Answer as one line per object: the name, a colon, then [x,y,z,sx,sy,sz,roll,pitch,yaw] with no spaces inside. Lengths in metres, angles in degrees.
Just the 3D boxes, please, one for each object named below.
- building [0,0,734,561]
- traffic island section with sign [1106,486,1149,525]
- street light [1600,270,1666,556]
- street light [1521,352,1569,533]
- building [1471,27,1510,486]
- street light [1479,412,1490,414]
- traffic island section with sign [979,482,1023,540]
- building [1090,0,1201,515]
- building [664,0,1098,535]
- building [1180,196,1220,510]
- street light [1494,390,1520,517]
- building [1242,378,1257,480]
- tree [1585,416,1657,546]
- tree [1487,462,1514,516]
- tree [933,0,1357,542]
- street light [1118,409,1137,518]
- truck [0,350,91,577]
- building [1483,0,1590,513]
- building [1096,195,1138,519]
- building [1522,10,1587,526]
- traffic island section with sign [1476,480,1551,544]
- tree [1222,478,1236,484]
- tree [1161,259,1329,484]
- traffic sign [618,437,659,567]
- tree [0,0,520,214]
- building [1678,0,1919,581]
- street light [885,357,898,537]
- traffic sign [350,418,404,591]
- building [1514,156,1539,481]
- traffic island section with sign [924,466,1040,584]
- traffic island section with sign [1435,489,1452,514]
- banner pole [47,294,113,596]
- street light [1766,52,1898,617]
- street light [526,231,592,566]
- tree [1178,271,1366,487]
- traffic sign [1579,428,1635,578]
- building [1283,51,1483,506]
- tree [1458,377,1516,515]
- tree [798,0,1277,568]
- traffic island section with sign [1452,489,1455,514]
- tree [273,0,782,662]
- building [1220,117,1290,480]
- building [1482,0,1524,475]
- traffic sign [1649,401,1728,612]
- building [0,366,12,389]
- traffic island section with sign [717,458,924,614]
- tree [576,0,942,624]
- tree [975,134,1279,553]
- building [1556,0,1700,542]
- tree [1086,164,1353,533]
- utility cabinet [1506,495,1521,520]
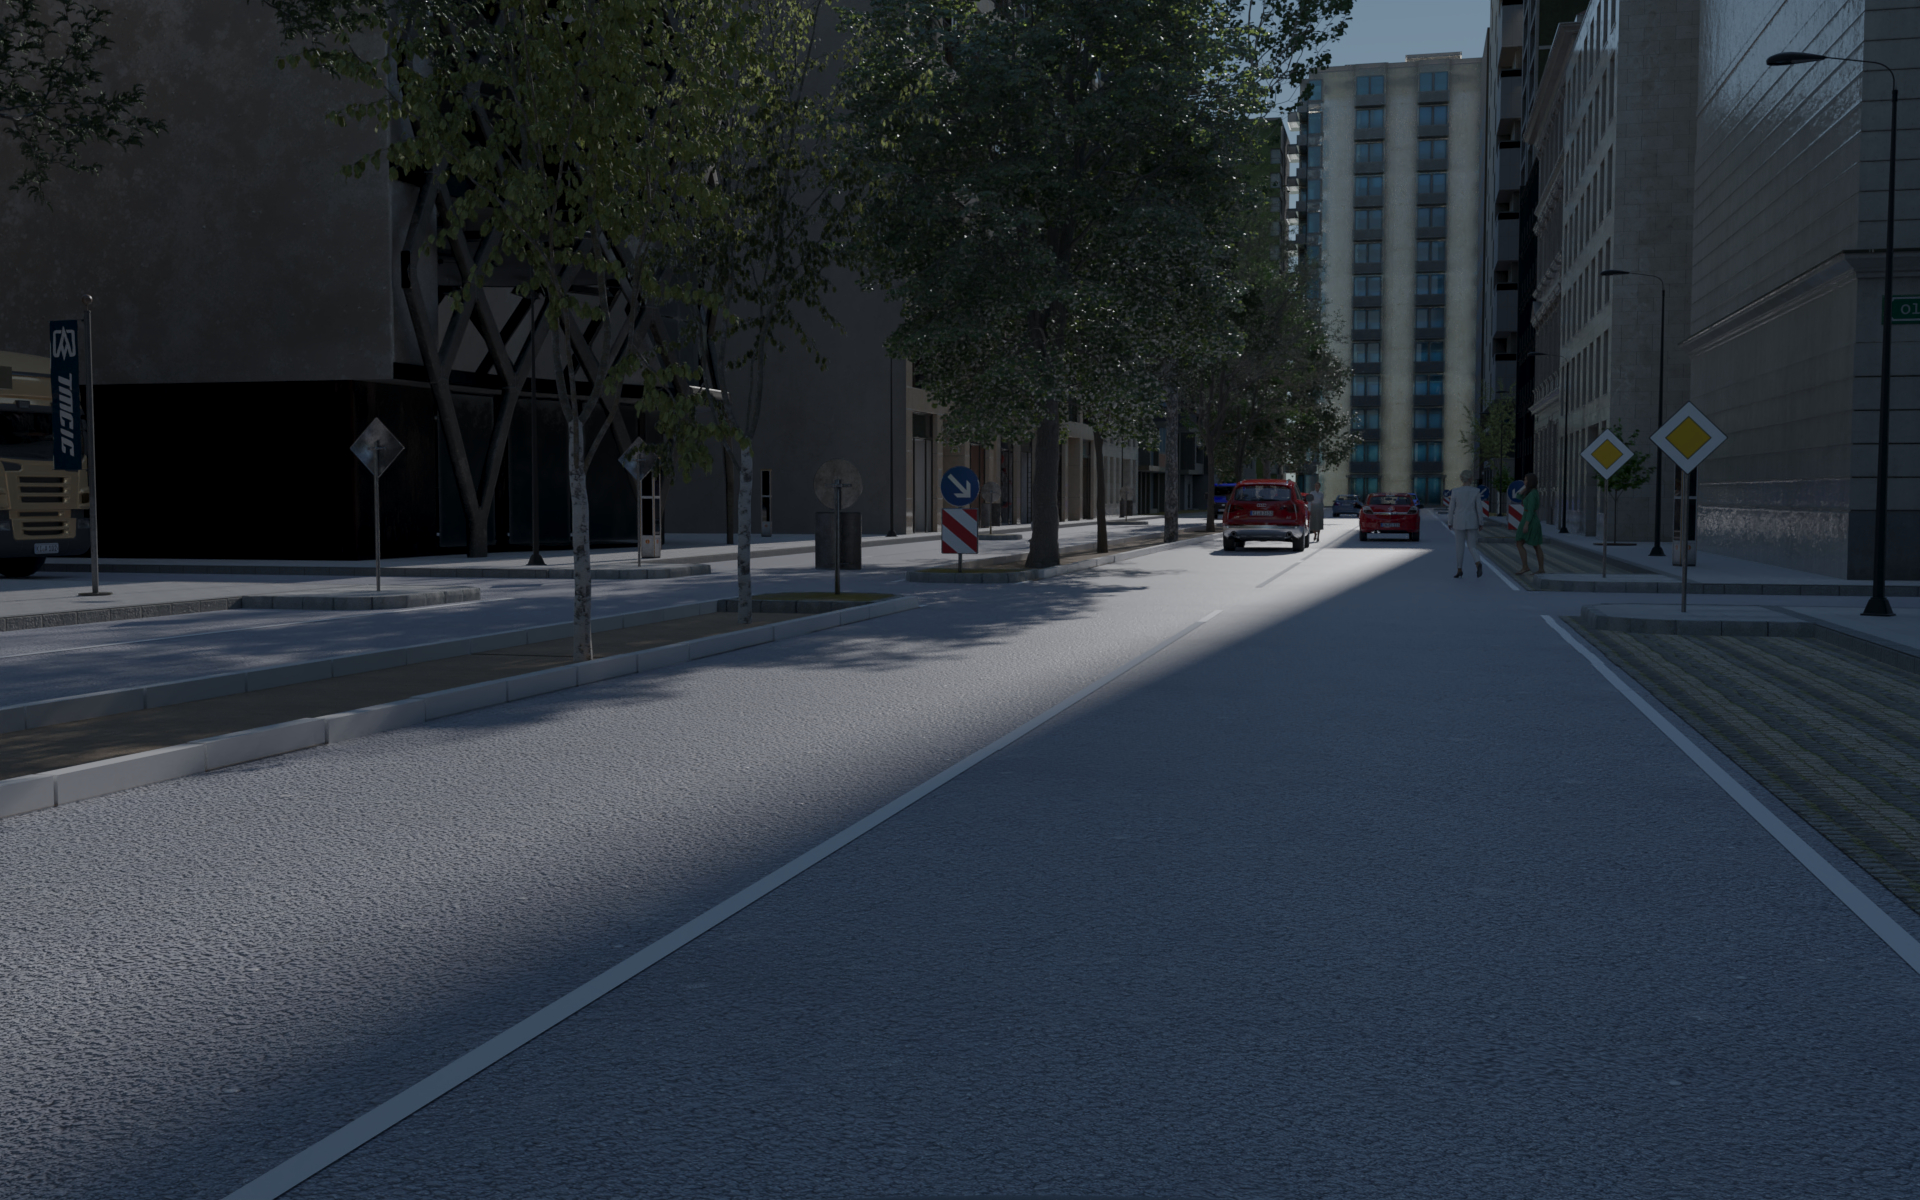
building: [-14.444,-10.671,41.919,16.820,18.784,16.811,1,4,15]
traffic island section with sign: [7.749,-4.416,80.835,1.989,1.847,2.006,1,4,15]
street light: [13.931,-3.874,35.875,1.470,5.913,1.316,1,4,15]
street light: [19.255,-5.146,56.682,1.470,5.913,1.316,1,4,15]
building: [56.020,-31.343,162.575,14.600,45.320,14.200,1,4,15]
street light: [30.188,-7.699,98.422,1.470,5.913,1.316,1,4,15]
traffic island section with sign: [0.902,-2.808,54.541,1.989,1.847,2.006,1,4,15]
building: [4.678,-28.450,119.786,22.147,44.769,28.867,1,4,15]
building: [-6.707,-16.397,72.610,19.350,26.468,34.151,1,4,15]
building: [13.332,-22.534,140.137,14.160,30.474,14.107,1,4,15]
street light: [24.697,-6.429,77.658,1.470,5.913,1.316,1,4,15]
building: [13.225,-19.812,168.973,28.899,21.520,27.650,1,4,15]
tree: [16.346,-2.969,43.140,1.663,3.219,1.824,0,3,0]
tree: [32.425,-6.633,103.055,1.663,3.219,1.824,0,3,0]
tree: [5.279,-11.829,51.752,12.611,20.169,13.585,0,3,0]
street light: [9.271,-7.383,93.252,1.470,5.913,1.316,1,4,15]
truck: [-19.964,-2.510,29.951,11.283,4.237,2.839,1,4,15]
building: [47.034,-41.510,116.938,20.563,71.187,20.611,1,4,15]
building: [3.546,-14.794,96.638,10.420,20.320,16.860,1,4,15]
building: [29.681,-14.368,71.077,11.583,22.565,21.152,1,4,15]
traffic island section with sign: [16.221,-2.577,50.766,1.989,1.847,2.006,1,4,15]
tree: [22.551,-10.138,149.468,4.285,4.588,4.351,0,3,0]
tree: [12.278,-9.020,75.689,9.928,11.665,9.643,0,3,0]
traffic sign: [-5.657,-1.644,30.515,0.795,2.450,0.064,1,4,15]
tree: [-5.134,-4.365,8.240,8.767,10.594,7.601,1,4,15]
building: [35.950,-15.335,27.149,44.131,29.872,17.030,1,4,15]
street light: [-1.530,-4.838,51.637,1.470,5.913,1.316,1,4,15]
traffic sign: [-7.669,-1.171,22.787,0.795,2.450,0.064,1,4,15]
building: [35.461,-15.840,88.662,12.332,23.373,15.834,1,4,15]
traffic island section with sign: [0.157,-1.259,28.715,2.006,1.907,1.989,1,4,15]
traffic island section with sign: [35.625,-7.138,125.340,1.989,1.847,2.006,1,4,15]
banner pole: [-11.173,-1.951,21.915,0.863,3.779,0.401,1,4,20]
street light: [9.173,-2.796,18.253,1.470,5.913,1.316,1,4,15]
street light: [-7.114,-3.569,30.897,1.470,5.913,1.316,1,4,15]
tree: [15.512,-10.265,87.293,9.611,12.733,9.660,0,3,0]
traffic sign: [9.866,-1.396,26.468,0.795,2.450,0.064,1,4,15]
building: [51.706,-34.949,191.021,30.456,49.044,23.786,1,4,15]
tree: [33.513,-9.663,108.352,4.737,8.622,4.395,0,3,0]
tree: [1.629,-7.593,33.257,9.857,13.997,8.962,0,3,0]
traffic island section with sign: [23.011,-4.173,76.855,1.989,1.847,2.006,1,4,15]
tree: [-3.236,-3.759,14.272,4.737,8.622,4.395,0,3,0]
building: [29.066,-31.137,192.682,14.086,41.232,14.154,1,4,15]
building: [57.157,-33.701,140.250,28.713,52.752,27.495,1,4,15]
traffic sign: [7.854,-0.923,18.739,0.795,2.450,0.064,1,4,15]
building: [-29.507,-22.076,15.567,28.867,44.769,22.147,1,4,15]
traffic island section with sign: [-1.719,-0.820,21.548,2.006,1.907,1.989,1,4,15]
tree: [-2.322,-4.050,19.037,4.360,8.622,3.978,0,3,0]
tree: [3.563,-6.428,41.964,8.767,10.594,7.601,1,4,15]
building: [24.573,-12.117,52.871,10.420,20.320,16.860,1,4,15]
tree: [9.334,-9.247,64.013,12.009,13.543,11.850,0,3,0]
utility cabinet: [27.049,-4.477,84.363,1.020,1.237,0.306,-3,4,-37]
